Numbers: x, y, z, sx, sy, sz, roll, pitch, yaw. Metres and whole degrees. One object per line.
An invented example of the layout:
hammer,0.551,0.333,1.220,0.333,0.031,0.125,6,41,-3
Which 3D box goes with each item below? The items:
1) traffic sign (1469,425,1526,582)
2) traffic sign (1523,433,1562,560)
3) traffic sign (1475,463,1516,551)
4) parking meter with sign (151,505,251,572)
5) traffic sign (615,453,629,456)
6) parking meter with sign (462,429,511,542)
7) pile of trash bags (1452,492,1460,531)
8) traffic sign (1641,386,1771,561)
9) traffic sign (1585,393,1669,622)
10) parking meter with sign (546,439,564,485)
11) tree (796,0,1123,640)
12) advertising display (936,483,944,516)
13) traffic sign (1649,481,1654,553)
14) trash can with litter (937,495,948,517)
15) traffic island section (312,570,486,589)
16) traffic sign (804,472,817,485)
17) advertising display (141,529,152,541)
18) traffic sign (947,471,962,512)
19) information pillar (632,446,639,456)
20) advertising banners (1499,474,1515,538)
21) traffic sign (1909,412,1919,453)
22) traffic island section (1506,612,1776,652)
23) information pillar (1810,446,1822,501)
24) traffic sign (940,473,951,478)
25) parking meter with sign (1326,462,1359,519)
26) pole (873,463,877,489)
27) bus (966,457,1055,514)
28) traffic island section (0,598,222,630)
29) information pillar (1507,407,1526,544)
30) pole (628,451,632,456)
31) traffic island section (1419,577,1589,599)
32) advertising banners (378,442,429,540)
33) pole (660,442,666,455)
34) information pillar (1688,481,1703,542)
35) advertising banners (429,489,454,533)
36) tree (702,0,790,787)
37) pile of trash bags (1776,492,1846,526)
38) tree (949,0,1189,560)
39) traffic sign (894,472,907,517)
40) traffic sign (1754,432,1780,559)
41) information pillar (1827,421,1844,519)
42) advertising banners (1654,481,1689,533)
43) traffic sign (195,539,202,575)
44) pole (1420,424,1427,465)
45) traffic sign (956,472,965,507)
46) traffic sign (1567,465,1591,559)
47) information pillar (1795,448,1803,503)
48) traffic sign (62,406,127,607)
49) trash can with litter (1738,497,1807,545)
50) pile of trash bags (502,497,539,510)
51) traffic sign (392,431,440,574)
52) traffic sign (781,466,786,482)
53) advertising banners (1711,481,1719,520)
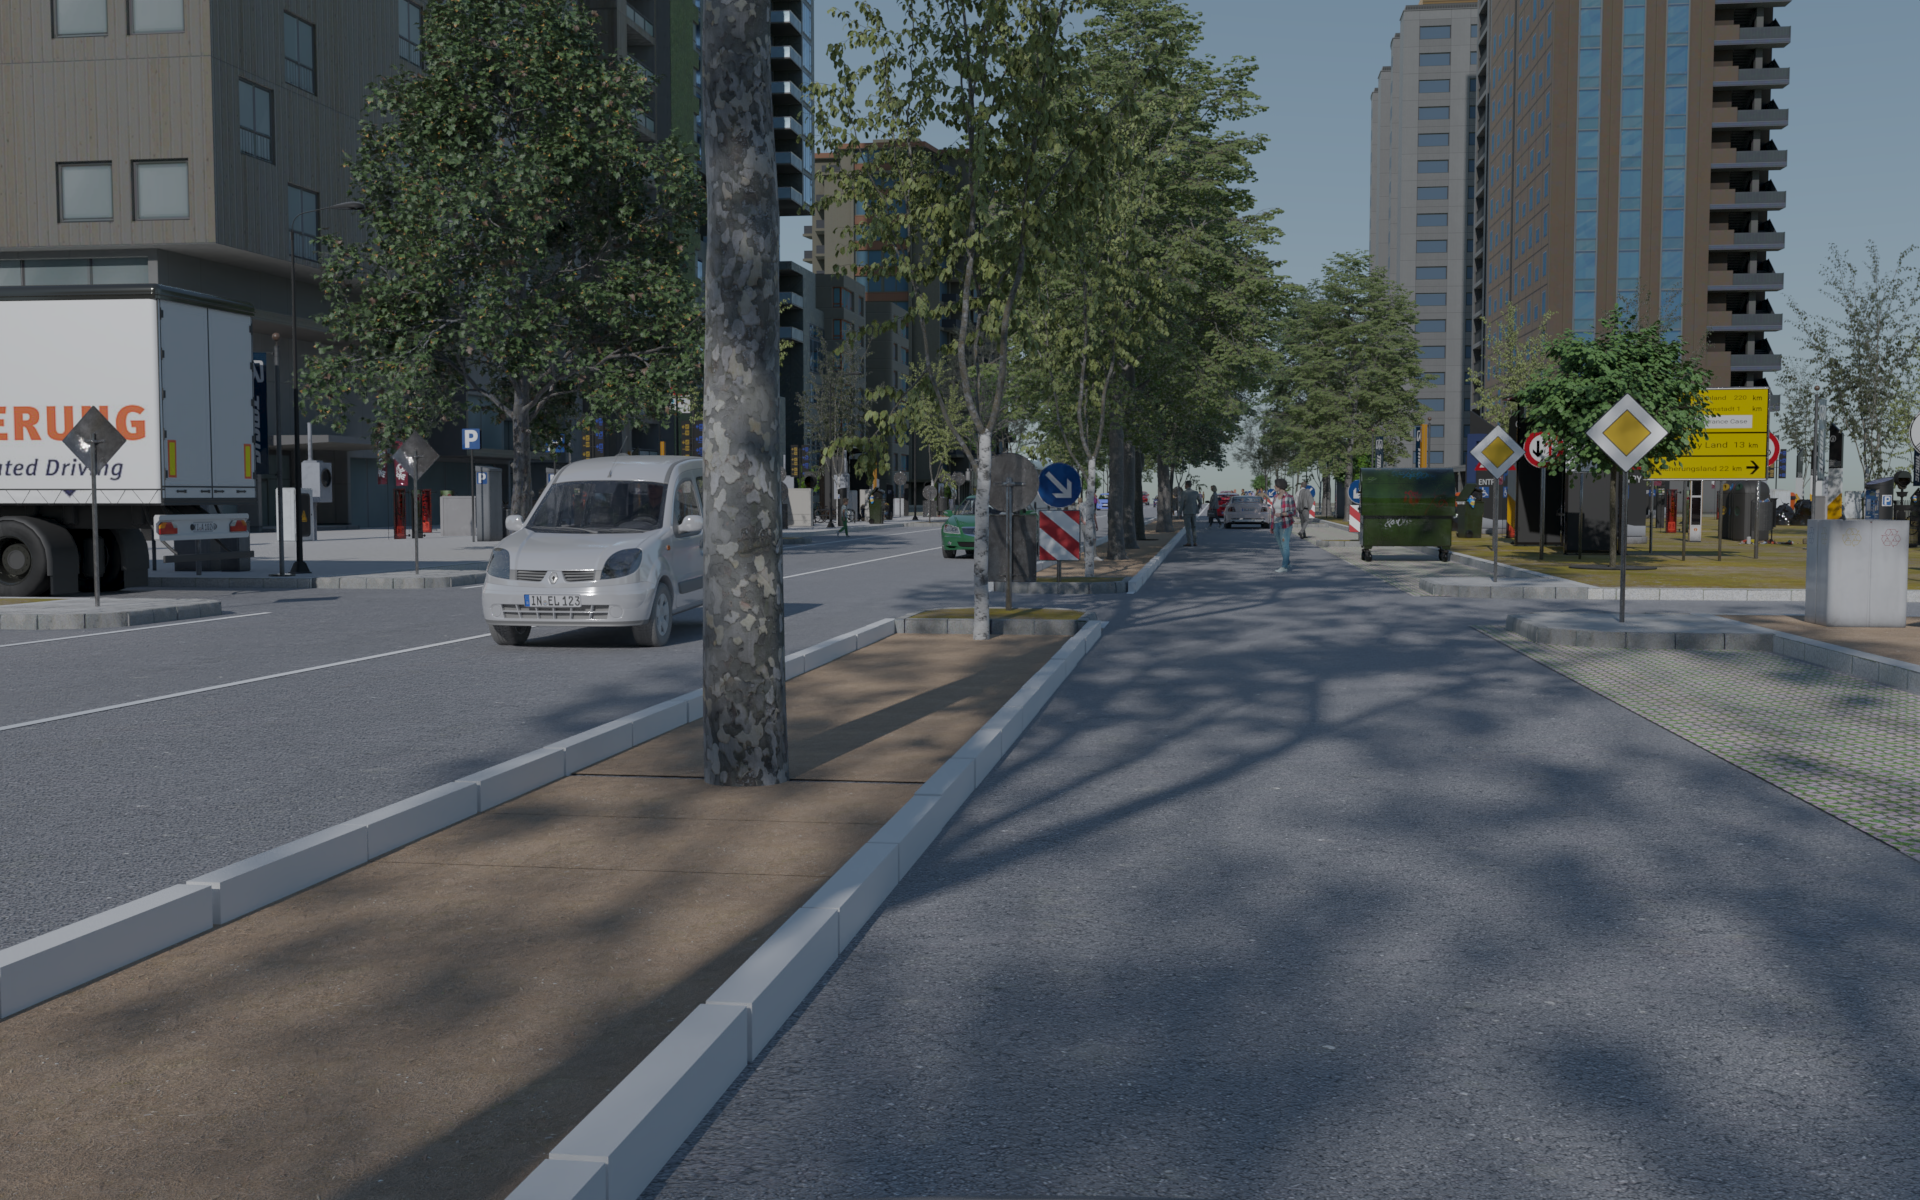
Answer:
traffic sign,7.790,-1.316,25.154,0.795,2.450,0.064,1,4,8
traffic sign,11.363,-2.059,33.769,0.768,2.556,0.104,1,4,10
traffic sign,11.984,-2.374,38.825,0.884,2.594,0.081,1,4,15
parking meter with sign,-12.690,-1.990,28.792,1.738,3.016,0.543,1,4,10
traffic sign,-10.432,-3.265,53.484,0.768,2.556,0.104,1,4,17
parking meter with sign,-12.748,-3.102,46.984,0.543,3.016,1.738,1,4,18
pile of trash bags,17.096,-3.083,60.166,3.447,1.369,1.912,0,4,0
traffic sign,14.203,-2.397,33.068,2.265,3.308,0.079,1,4,13
traffic sign,6.616,-0.833,17.256,0.795,2.450,0.064,1,4,8
parking meter with sign,-11.815,-3.318,50.505,0.543,3.016,1.738,-1,4,-14
tree,0.205,-3.922,16.948,4.737,8.622,4.395,0,3,0
advertising display,-1.106,-5.670,97.911,0.123,1.923,0.974,1,4,20
traffic sign,15.017,-2.299,37.588,0.884,2.594,0.081,1,4,18
trash can with litter,-1.377,-5.193,95.970,2.233,1.210,1.678,-1,4,-15
traffic island section,-8.696,-0.330,27.677,2.009,0.180,2.903,1,4,8
traffic sign,-6.807,-4.700,78.979,0.606,2.300,0.079,1,4,9
advertising display,-22.270,-2.585,47.484,0.974,1.923,0.123,-1,4,-13
traffic sign,-0.315,-6.053,98.968,0.884,2.594,0.081,1,4,11
information pillar,-15.881,-5.705,84.634,0.183,3.616,0.504,3,4,36
advertising banners,16.087,-3.316,50.402,2.074,3.025,0.090,-3,5,-40
traffic sign,14.014,-1.515,24.882,0.768,2.556,0.104,1,4,14
traffic island section,6.641,0.303,17.329,2.009,0.180,2.903,1,4,8
information pillar,38.317,-5.268,77.479,0.504,3.616,0.183,1,4,20
traffic sign,-0.856,-6.228,101.936,0.768,2.556,0.104,1,4,12
parking meter with sign,20.113,-5.791,90.940,1.738,3.016,0.543,0,4,7
pole,-4.877,-6.451,99.320,0.158,3.312,0.155,0,3,0
bus,2.607,-5.331,82.025,2.948,3.499,13.247,1,4,9
traffic island section,-9.869,0.153,19.778,2.009,0.180,2.903,1,4,8
information pillar,14.250,-3.239,44.313,0.183,3.616,0.504,-2,4,-33
pole,-15.707,-5.417,82.412,0.158,3.312,0.155,0,3,0
traffic island section,7.814,-0.180,25.228,2.009,0.180,2.903,1,4,8
advertising banners,-15.926,-3.245,49.237,0.090,3.025,2.074,1,4,22
pole,-11.545,-4.501,67.434,0.158,3.312,0.155,0,3,0
information pillar,19.638,-2.554,46.246,0.304,2.012,0.304,1,4,15
advertising banners,-17.628,-3.721,57.020,2.074,3.025,0.090,0,4,-7
tree,0.011,-9.092,6.993,12.611,20.169,13.585,0,3,0
pile of trash bags,33.743,-3.701,70.265,3.447,1.369,1.912,-1,4,-16
tree,3.439,-7.111,36.857,7.486,12.596,7.792,0,3,0
traffic sign,-3.402,-6.012,98.408,0.768,2.556,0.104,1,4,13
traffic sign,15.805,-2.092,34.313,0.768,2.556,0.104,1,4,12
information pillar,28.132,-3.934,55.679,0.183,3.616,0.504,-2,4,-25
advertising banners,23.403,-3.711,56.870,2.074,3.025,0.090,-2,4,-27
traffic sign,-12.039,-1.664,27.318,0.768,2.556,0.104,1,4,10
pole,13.548,-3.476,50.676,0.158,3.312,0.155,0,3,0
traffic sign,-0.064,-6.201,101.498,0.768,2.556,0.104,1,4,14
traffic sign,12.182,-1.947,33.970,0.606,2.300,0.079,1,4,13
information pillar,42.609,-5.907,87.928,0.504,3.616,0.183,-2,4,-34
traffic sign,-9.845,-0.983,19.713,0.795,2.450,0.064,1,4,8
trash can with litter,20.977,-2.036,44.353,2.233,1.210,1.678,1,4,10
pile of trash bags,-15.871,-3.450,66.159,3.447,1.369,1.912,-2,4,-31
traffic sign,-8.671,-1.466,27.612,0.795,2.450,0.064,1,4,8
traffic sign,-8.167,-4.747,77.715,0.768,2.556,0.104,1,4,10
advertising banners,38.049,-5.536,86.703,2.074,3.025,0.090,-3,5,-40
